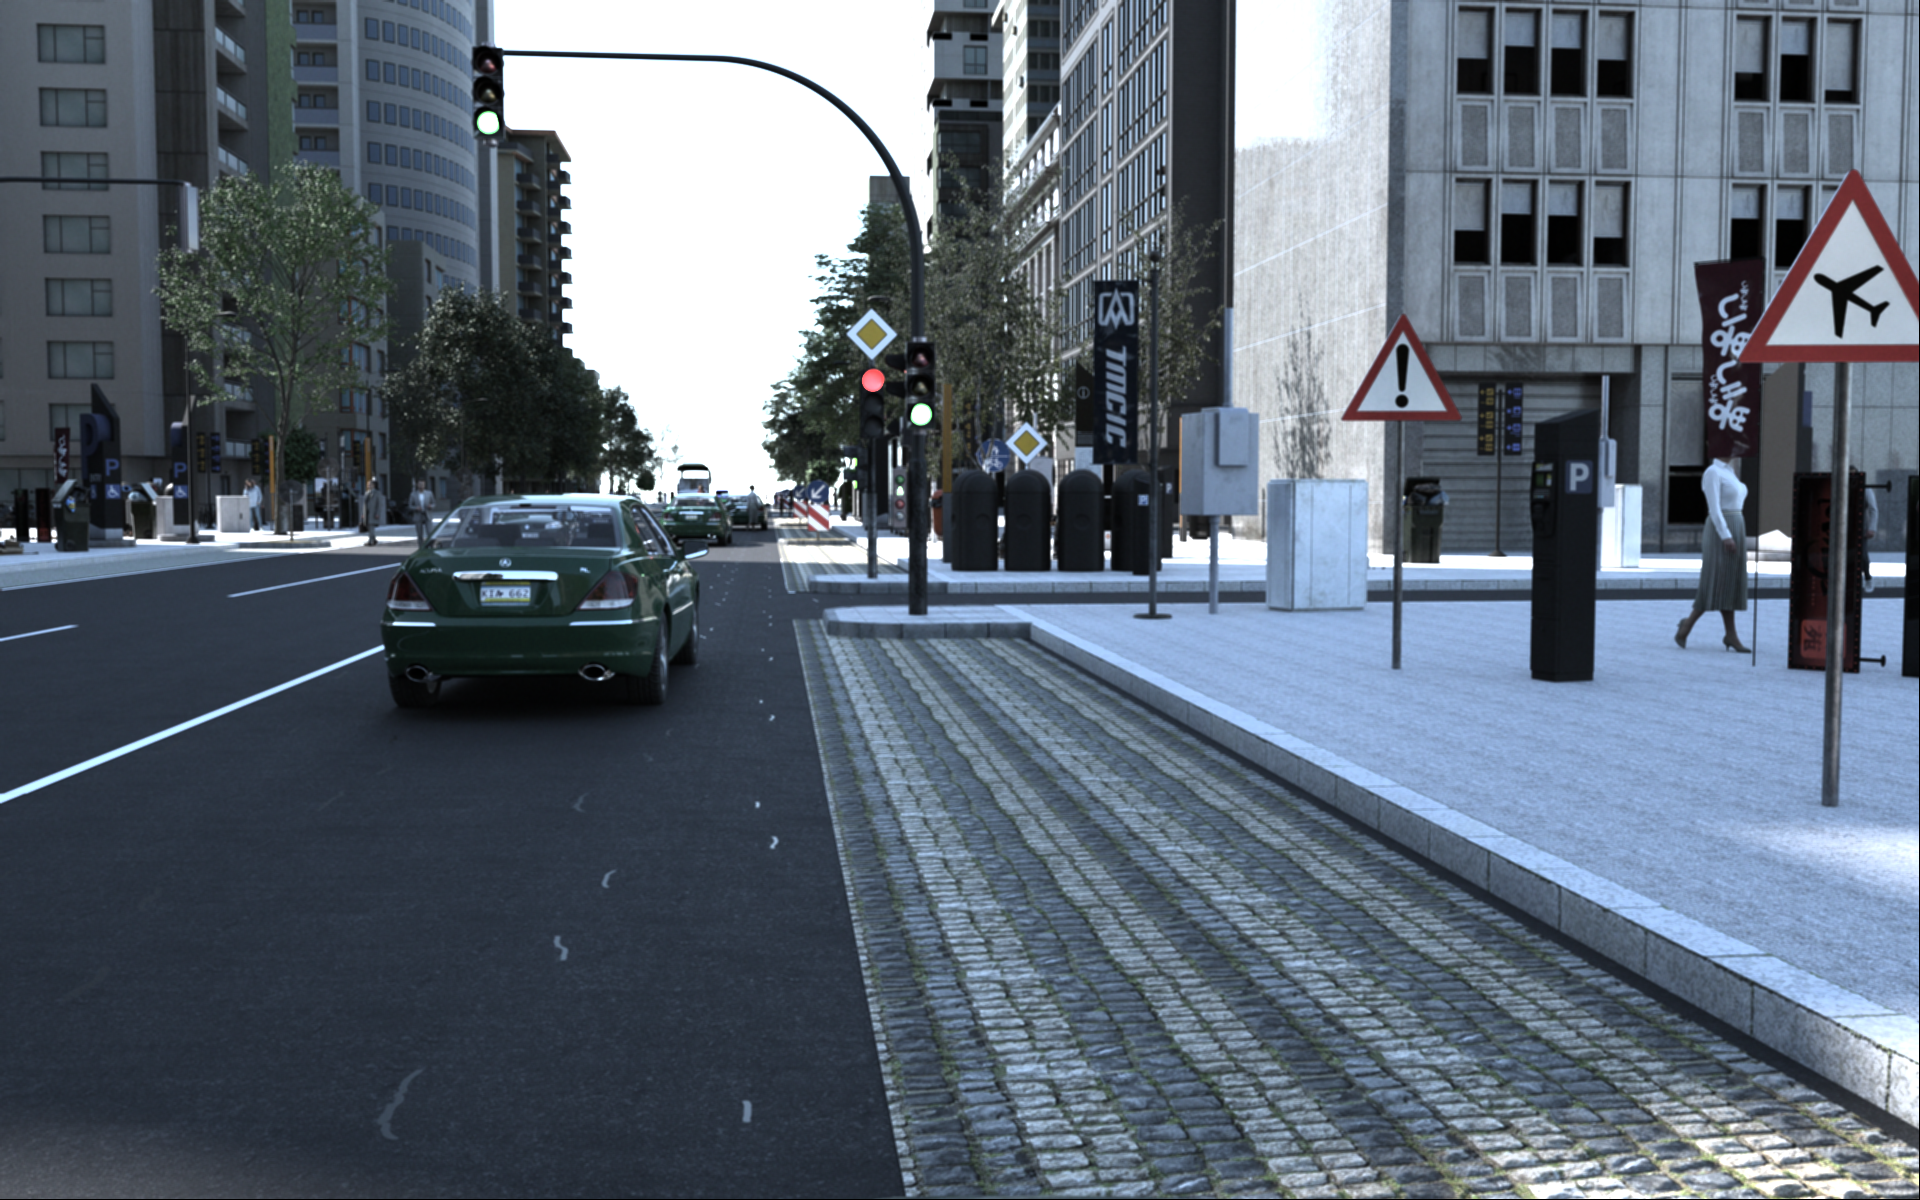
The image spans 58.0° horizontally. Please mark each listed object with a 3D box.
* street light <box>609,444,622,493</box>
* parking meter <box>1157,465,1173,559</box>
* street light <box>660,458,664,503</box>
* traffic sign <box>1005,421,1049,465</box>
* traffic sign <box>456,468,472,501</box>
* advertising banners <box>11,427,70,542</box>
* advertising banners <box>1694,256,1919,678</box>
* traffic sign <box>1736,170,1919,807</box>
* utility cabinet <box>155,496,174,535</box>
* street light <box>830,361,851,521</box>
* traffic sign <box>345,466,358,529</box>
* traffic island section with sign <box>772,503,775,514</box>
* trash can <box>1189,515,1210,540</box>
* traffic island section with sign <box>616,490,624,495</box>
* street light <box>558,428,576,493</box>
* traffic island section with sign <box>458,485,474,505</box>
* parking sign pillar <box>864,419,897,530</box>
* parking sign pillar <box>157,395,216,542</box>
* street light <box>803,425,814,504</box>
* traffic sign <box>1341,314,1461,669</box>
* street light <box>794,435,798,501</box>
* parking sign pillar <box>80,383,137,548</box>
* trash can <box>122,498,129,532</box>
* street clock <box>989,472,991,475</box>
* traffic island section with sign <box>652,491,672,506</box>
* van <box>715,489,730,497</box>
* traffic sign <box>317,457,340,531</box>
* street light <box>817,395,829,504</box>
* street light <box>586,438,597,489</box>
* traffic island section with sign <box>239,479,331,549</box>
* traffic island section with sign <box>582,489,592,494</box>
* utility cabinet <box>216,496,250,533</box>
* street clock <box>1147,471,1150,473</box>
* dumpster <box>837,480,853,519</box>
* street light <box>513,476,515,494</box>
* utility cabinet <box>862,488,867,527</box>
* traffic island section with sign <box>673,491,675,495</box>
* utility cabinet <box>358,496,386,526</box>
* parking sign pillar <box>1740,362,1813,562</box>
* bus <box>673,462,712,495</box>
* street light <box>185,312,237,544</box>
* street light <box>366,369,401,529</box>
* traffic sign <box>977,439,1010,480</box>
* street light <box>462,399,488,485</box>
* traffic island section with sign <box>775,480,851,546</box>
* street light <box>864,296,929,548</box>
[{"bbox_3d":[-32.186,-11.569,161.693,1.470,5.913,1.316,0,4,-6],"label":"street light"},{"bbox_3d":[4.055,-1.766,34.578,0.255,1.863,0.399,3,5,41],"label":"parking meter"},{"bbox_3d":[-39.070,-15.368,223.802,1.470,5.913,1.316,0,4,-6],"label":"street light"},{"bbox_3d":[1.219,-1.930,31.286,0.795,2.593,0.064,0,4,1],"label":"traffic sign"},{"bbox_3d":[-23.860,-5.090,83.325,0.768,2.556,0.104,0,4,-1],"label":"traffic sign"},{"bbox_3d":[-24.324,-3.039,45.881,2.074,3.025,0.090,1,4,20],"label":"advertising banners"},{"bbox_3d":[6.282,-0.995,12.451,0.090,3.025,2.074,-3,5,-45],"label":"advertising banners"},{"bbox_3d":[3.581,-0.431,7.054,0.884,2.594,0.081,0,4,0],"label":"traffic sign"},{"bbox_3d":[-22.127,-2.298,48.733,0.306,1.237,1.020,1,4,16],"label":"utility cabinet"},{"bbox_3d":[-3.726,-5.393,60.722,1.470,5.913,1.316,0,4,-6],"label":"street light"},{"bbox_3d":[-22.512,-3.780,63.932,0.606,2.300,0.079,0,4,-2],"label":"traffic sign"},{"bbox_3d":[-7.106,-4.099,75.651,1.989,1.847,2.006,0,4,-6],"label":"traffic island section with sign"},{"bbox_3d":[6.750,-2.268,48.733,0.748,1.137,0.748,0,3,0],"label":"trash can"},{"bbox_3d":[-29.482,-8.675,150.470,1.989,1.847,2.006,0,4,-6],"label":"traffic island section with sign"},{"bbox_3d":[-27.637,-9.117,121.604,1.470,5.913,1.316,0,4,-6],"label":"street light"},{"bbox_3d":[-20.954,-3.960,73.370,1.989,1.847,2.006,0,4,-6],"label":"traffic island section with sign"},{"bbox_3d":[-2.752,-4.544,62.773,1.447,3.967,1.447,3,4,36],"label":"parking sign pillar"},{"bbox_3d":[-20.880,-3.559,46.656,1.447,3.967,1.447,-1,4,-14],"label":"parking sign pillar"},{"bbox_3d":[-8.228,-7.865,101.136,1.470,5.913,1.316,0,4,-6],"label":"street light"},{"bbox_3d":[3.201,-0.772,12.630,0.884,2.594,0.081,0,4,-4],"label":"traffic sign"},{"bbox_3d":[-12.097,-10.005,136.122,1.470,5.913,1.316,0,4,-6],"label":"street light"},{"bbox_3d":[-20.677,-3.256,41.706,1.447,3.967,1.447,3,5,42],"label":"parking sign pillar"},{"bbox_3d":[-27.851,-2.817,57.704,0.748,1.137,0.748,0,3,0],"label":"trash can"},{"bbox_3d":[0.878,-3.174,56.457,0.358,2.002,0.471,-1,4,-9],"label":"street clock"},{"bbox_3d":[-35.650,-12.077,206.093,1.989,1.847,2.006,0,4,-6],"label":"traffic island section with sign"},{"bbox_3d":[-30.426,-13.300,221.844,2.240,2.365,5.245,0,4,-6],"label":"van"},{"bbox_3d":[-21.852,-3.659,59.923,0.768,2.556,0.104,0,4,-4],"label":"traffic sign"},{"bbox_3d":[-5.990,-6.649,81.251,1.470,5.913,1.316,0,4,-6],"label":"street light"},{"bbox_3d":[-30.020,-10.352,141.800,1.470,5.913,1.316,0,4,-6],"label":"street light"},{"bbox_3d":[-17.951,-2.301,46.255,1.989,1.847,2.006,0,4,-6],"label":"traffic island section with sign"},{"bbox_3d":[-26.436,-6.990,122.908,1.989,1.847,2.006,0,4,-6],"label":"traffic island section with sign"},{"bbox_3d":[-23.964,-2.811,57.121,0.306,1.237,1.020,3,4,38],"label":"utility cabinet"},{"bbox_3d":[5.861,-2.998,53.584,0.471,2.002,0.358,2,4,31],"label":"street clock"},{"bbox_3d":[-5.505,-5.254,88.393,1.502,2.255,1.985,0,4,-6],"label":"dumpster"},{"bbox_3d":[-25.540,-7.873,101.269,1.470,5.913,1.316,0,4,-6],"label":"street light"},{"bbox_3d":[-3.251,-3.497,65.847,0.318,1.500,1.173,-3,5,-39],"label":"utility cabinet"},{"bbox_3d":[-38.621,-13.716,232.884,1.989,1.847,2.006,0,4,-6],"label":"traffic island section with sign"},{"bbox_3d":[-23.500,-3.555,69.281,1.020,1.237,0.306,-3,5,-39],"label":"utility cabinet"},{"bbox_3d":[15.594,-2.730,33.102,1.447,3.967,1.447,-1,4,-23],"label":"parking sign pillar"},{"bbox_3d":[-20.844,-8.836,136.009,2.896,3.916,12.252,0,4,-7],"label":"bus"},{"bbox_3d":[-19.157,-4.391,44.332,1.470,5.913,1.316,0,4,-6],"label":"street light"},{"bbox_3d":[-21.379,-5.607,64.219,1.470,5.913,1.316,0,4,-6],"label":"street light"},{"bbox_3d":[0.775,-2.436,39.942,0.768,2.556,0.104,0,4,-1],"label":"traffic sign"},{"bbox_3d":[-23.689,-6.846,84.473,1.470,5.913,1.316,0,4,-6],"label":"street light"},{"bbox_3d":[-4.127,-2.461,48.860,1.989,1.847,2.006,0,4,-6],"label":"traffic island section with sign"},{"bbox_3d":[-1.454,-4.177,40.840,1.470,5.913,1.316,0,4,-6],"label":"street light"}]
